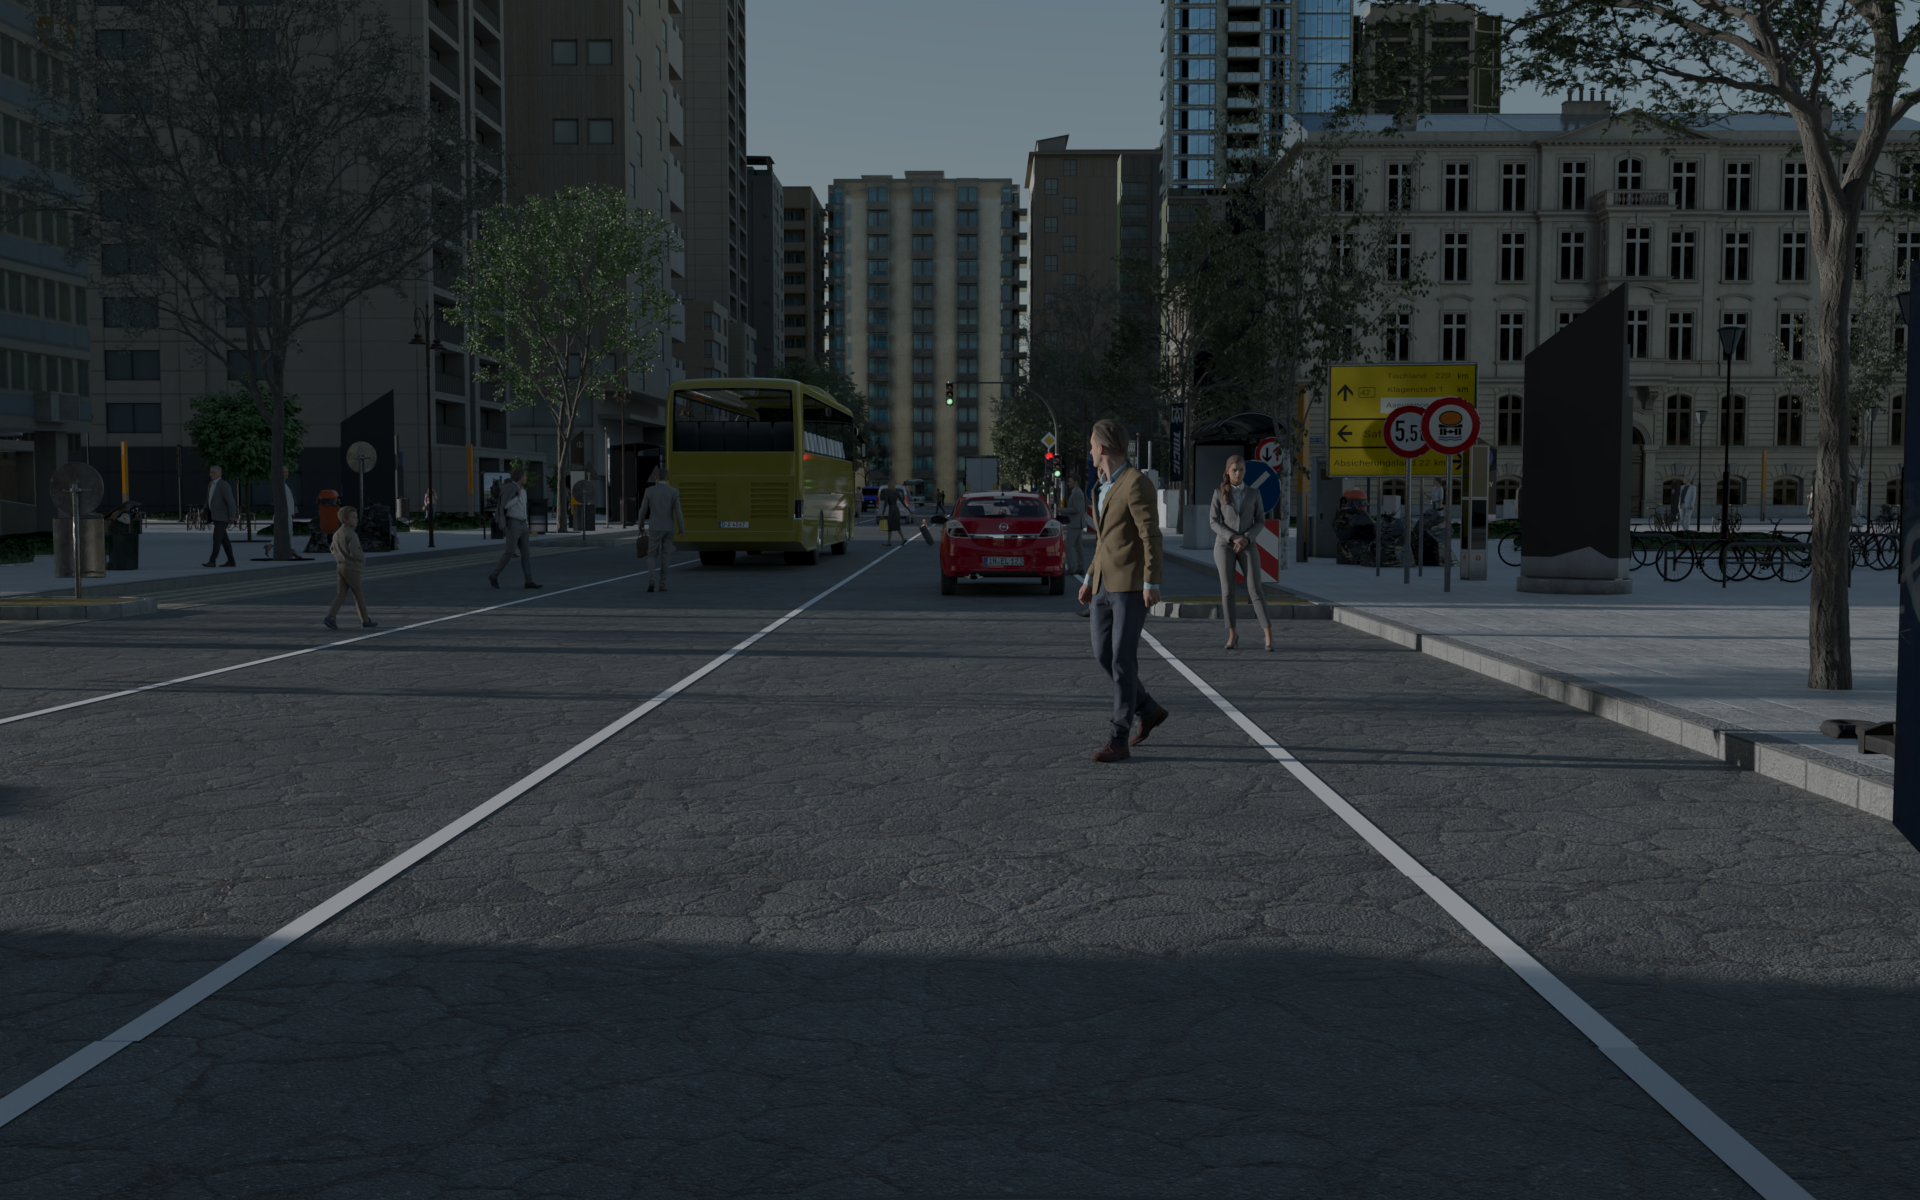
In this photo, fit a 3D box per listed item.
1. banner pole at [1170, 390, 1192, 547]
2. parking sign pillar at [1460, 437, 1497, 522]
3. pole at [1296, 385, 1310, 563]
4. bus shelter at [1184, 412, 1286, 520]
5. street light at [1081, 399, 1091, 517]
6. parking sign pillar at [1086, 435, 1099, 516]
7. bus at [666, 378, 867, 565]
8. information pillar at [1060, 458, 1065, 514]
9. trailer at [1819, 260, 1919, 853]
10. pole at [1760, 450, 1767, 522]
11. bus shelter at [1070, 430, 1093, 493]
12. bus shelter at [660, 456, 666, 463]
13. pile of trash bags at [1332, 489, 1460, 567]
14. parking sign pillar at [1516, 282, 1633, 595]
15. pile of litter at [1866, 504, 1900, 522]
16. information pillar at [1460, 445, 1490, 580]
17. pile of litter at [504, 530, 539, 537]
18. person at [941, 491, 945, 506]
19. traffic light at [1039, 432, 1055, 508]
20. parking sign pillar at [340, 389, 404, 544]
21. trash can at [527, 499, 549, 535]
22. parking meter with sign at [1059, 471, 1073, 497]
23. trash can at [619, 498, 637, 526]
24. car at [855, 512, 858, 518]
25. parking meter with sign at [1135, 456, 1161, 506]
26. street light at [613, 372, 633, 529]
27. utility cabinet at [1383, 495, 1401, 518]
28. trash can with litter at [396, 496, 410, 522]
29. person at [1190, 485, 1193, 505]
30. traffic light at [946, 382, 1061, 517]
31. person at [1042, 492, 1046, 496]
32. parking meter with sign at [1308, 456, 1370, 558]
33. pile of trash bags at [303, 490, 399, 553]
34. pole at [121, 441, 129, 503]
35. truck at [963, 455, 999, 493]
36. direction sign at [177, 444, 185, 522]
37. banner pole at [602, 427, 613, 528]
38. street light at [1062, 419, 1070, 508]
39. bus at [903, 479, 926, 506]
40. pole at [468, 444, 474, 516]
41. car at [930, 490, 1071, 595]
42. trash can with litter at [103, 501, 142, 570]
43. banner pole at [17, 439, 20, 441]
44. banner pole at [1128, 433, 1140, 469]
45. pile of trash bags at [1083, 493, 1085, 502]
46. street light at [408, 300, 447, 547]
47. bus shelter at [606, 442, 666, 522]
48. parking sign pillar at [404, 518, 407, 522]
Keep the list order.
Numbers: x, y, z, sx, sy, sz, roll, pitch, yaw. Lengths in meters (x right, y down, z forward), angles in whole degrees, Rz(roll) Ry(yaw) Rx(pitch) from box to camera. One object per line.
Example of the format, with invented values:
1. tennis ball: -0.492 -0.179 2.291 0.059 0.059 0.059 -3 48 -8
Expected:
1. banner pole: 5.344 -3.166 41.784 0.401 3.779 0.863 -3 4 -39
2. parking sign pillar: 20.962 -4.977 69.842 1.447 3.967 1.447 1 4 16
3. pole: 6.425 -2.360 32.435 0.158 3.312 0.155 0 3 0
4. bus shelter: 7.199 -3.146 45.363 2.014 3.302 5.546 0 4 1
5. street light: 6.125 -6.833 84.506 0.468 5.910 1.993 0 4 1
6. parking sign pillar: 6.367 -5.492 78.272 1.447 3.967 1.447 1 4 16
7. bus: -3.967 -2.824 37.715 2.896 3.916 12.252 0 4 2
8. information pillar: 6.673 -7.362 111.728 0.183 3.616 0.504 3 4 36
9. trailer: 2.816 0.212 3.585 1.471 1.999 3.904 0 4 0
10. pole: 37.517 -5.322 80.861 0.158 3.312 0.155 0 3 0
11. bus shelter: 7.925 -7.886 106.573 2.179 5.291 8.768 0 4 1
12. bus shelter: -13.062 -5.519 84.164 2.014 3.302 5.546 0 4 1
13. pile of trash bags: 7.767 -1.357 31.933 1.912 1.369 3.447 -1 4 -9
14. parking sign pillar: 8.070 -2.090 22.649 1.447 3.967 1.447 3 5 40
15. pile of litter: 42.750 -4.033 79.902 1.176 0.858 1.719 -3 5 -42
16. information pillar: 7.673 -1.305 25.831 0.304 2.012 0.304 -1 4 -10
17. pile of litter: -13.270 -2.337 52.179 1.176 0.858 1.719 0 4 -1
18. person: -2.141 -12.604 214.208 0.705 1.869 1.348 2 4 26
19. traffic light: 4.005 -5.458 78.153 0.839 4.253 0.868 0 4 1
20. parking sign pillar: -15.135 -3.413 44.278 1.447 3.967 1.447 -1 4 -23
21. trash can: -13.338 -2.635 54.734 0.748 1.137 0.748 0 3 0
22. parking meter with sign: 7.912 -8.275 131.553 0.543 3.016 1.738 -3 4 -38
23. trash can: -13.231 -3.510 69.049 0.748 1.137 0.748 0 3 0
24. car: -7.071 -5.902 106.284 2.009 1.686 4.222 0 4 -1
25. parking meter with sign: 8.813 -5.084 79.379 1.738 3.016 0.543 1 4 21
26. street light: -12.458 -5.584 64.093 0.468 5.910 1.993 0 4 1
27. utility cabinet: 20.025 -4.229 80.301 0.306 1.237 1.020 -1 4 -19
28. trash can with litter: -22.870 -3.612 70.120 2.233 1.210 1.678 0 4 7
29. person: 13.130 -5.575 97.290 0.635 1.810 0.391 3 5 42
30. traffic light: 1.806 -5.834 70.055 4.771 5.953 1.251 0 4 1
31. person: 8.038 -9.738 166.726 0.415 1.643 0.593 -1 4 -8
32. parking meter with sign: 7.545 -2.356 34.774 0.543 3.016 1.738 -3 4 -38
33. pile of trash bags: -13.507 -1.732 38.068 1.912 1.369 3.447 0 4 -8
34. pole: -32.372 -4.485 67.178 0.158 3.312 0.155 0 3 0
35. truck: 1.617 -8.665 130.584 2.839 4.237 11.283 0 4 0
36. direction sign: -35.525 -5.314 78.873 0.379 3.537 0.876 -1 4 -14
37. banner pole: -13.146 -4.569 64.719 0.401 3.779 0.863 -1 4 -21
38. street light: 6.506 -8.215 107.103 0.468 5.910 1.993 0 4 1
39. bus: -5.585 -13.214 210.910 2.948 3.499 13.247 0 4 -1
40. pole: -20.107 -4.730 71.182 0.158 3.312 0.155 0 3 0
41. car: 0.616 -1.041 26.061 2.155 1.783 4.494 0 4 0
42. trash can with litter: -14.361 -1.089 29.192 1.055 1.170 0.624 0 4 5
43. banner pole: -42.565 -5.423 78.679 0.401 3.779 0.863 0 4 3
44. banner pole: 7.091 -4.925 70.541 0.863 3.779 0.401 -3 5 -40
45. pile of trash bags: 8.189 -5.556 100.601 1.912 1.369 3.447 -3 5 -43
46. street light: -12.716 -4.202 41.494 0.468 5.910 1.993 0 4 1
47. bus shelter: -15.113 -5.504 81.266 1.731 3.624 6.357 0 4 1
48. parking sign pillar: -26.047 -5.542 79.077 1.447 3.967 1.447 2 4 25
